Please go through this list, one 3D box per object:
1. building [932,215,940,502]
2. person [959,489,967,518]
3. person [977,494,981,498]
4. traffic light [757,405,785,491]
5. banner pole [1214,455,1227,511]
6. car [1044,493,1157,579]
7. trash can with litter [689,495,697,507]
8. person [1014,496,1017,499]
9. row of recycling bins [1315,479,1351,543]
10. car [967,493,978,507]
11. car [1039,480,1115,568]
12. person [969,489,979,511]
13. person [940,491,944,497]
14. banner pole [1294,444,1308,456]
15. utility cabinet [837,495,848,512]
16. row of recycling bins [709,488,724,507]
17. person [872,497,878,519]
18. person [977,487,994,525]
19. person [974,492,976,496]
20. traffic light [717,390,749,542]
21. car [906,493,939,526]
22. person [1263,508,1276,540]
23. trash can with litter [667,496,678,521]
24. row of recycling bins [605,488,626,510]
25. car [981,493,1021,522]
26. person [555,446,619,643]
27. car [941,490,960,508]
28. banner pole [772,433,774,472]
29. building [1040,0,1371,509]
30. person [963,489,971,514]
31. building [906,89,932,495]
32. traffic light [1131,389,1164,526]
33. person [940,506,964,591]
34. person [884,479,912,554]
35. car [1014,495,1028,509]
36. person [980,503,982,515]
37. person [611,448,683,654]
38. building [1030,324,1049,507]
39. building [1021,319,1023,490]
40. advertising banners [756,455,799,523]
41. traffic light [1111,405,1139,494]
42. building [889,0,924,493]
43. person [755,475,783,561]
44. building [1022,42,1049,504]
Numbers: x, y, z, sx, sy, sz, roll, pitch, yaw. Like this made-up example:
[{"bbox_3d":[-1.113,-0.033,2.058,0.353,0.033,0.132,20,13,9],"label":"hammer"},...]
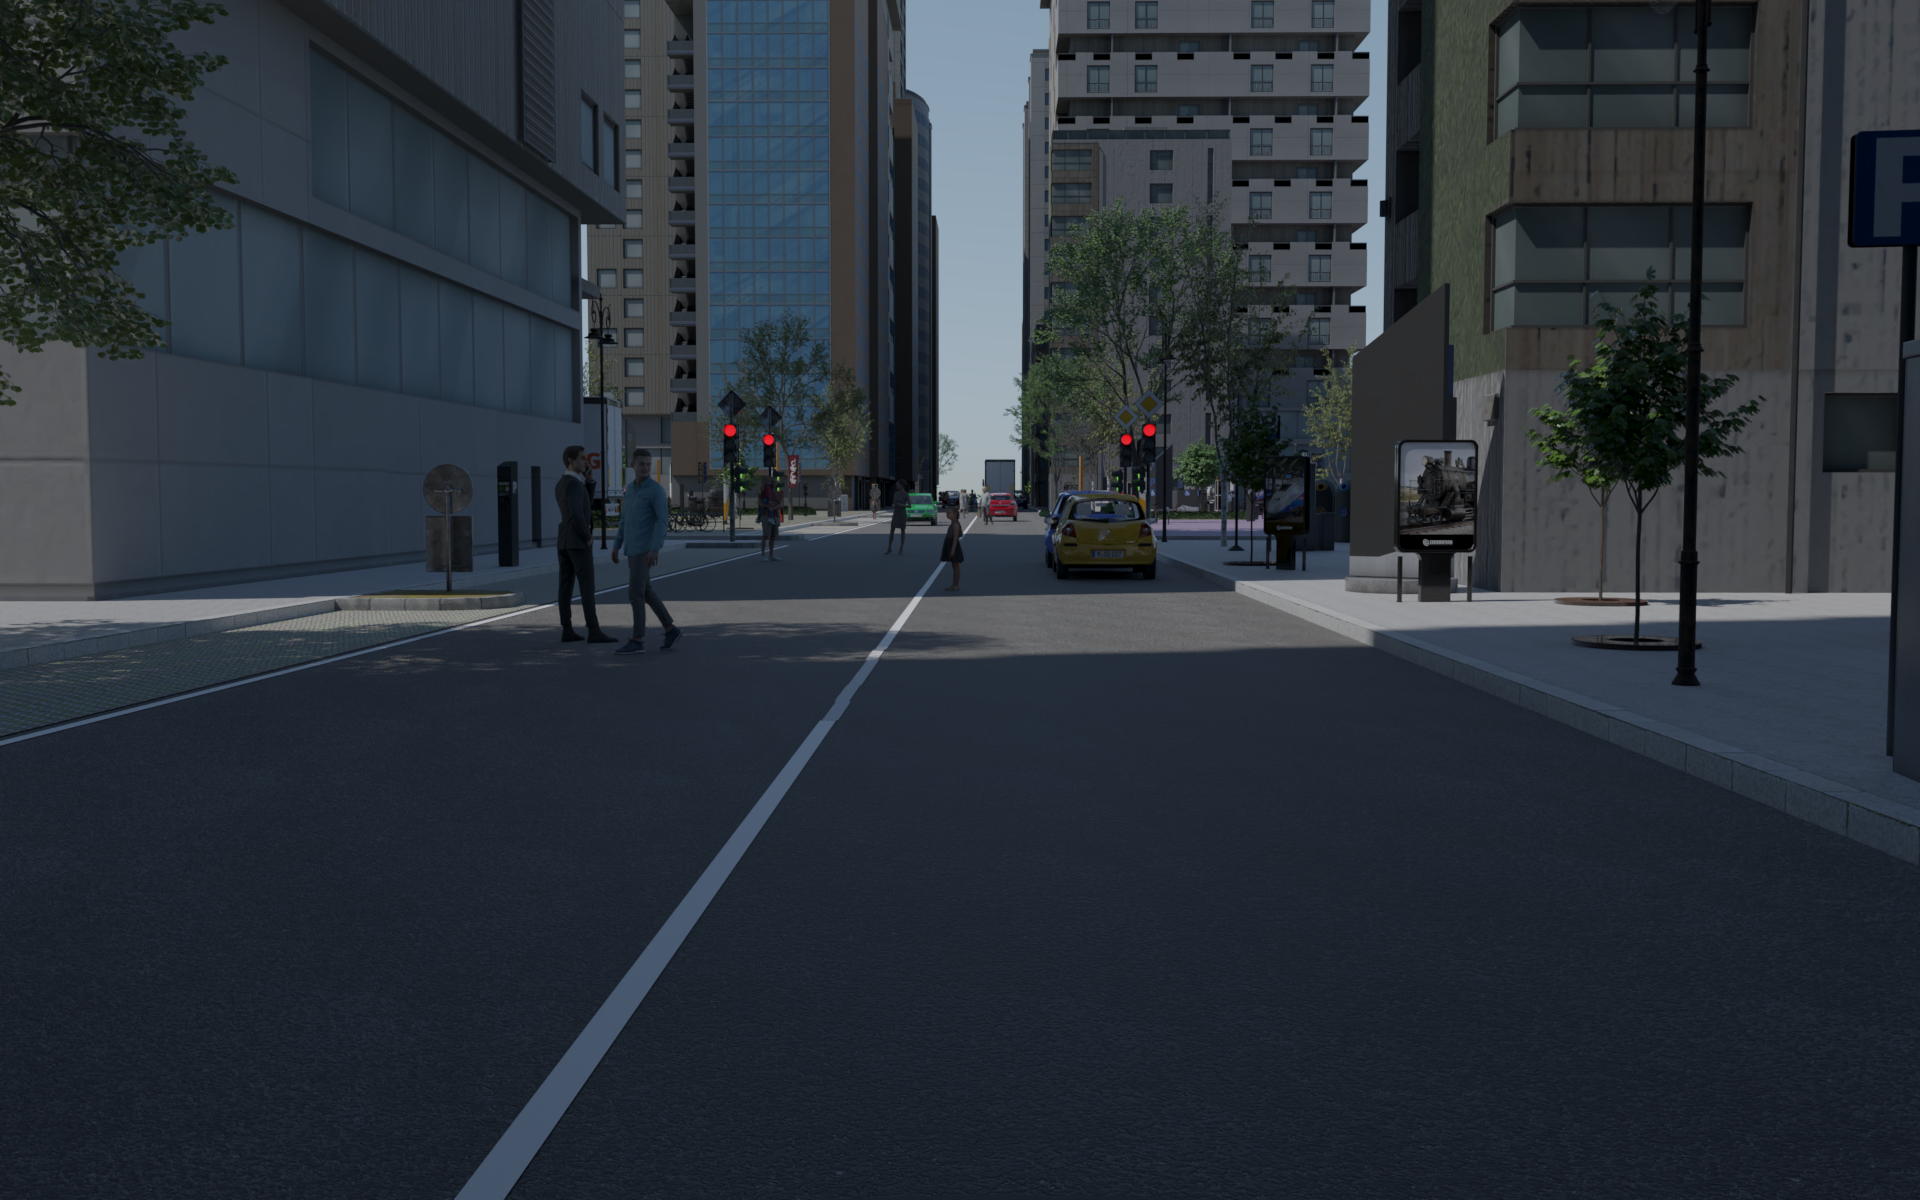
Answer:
[{"bbox_3d":[-10.396,-37.907,269.892,14.600,45.320,14.200,0,4,1],"label":"building"},{"bbox_3d":[0.109,-5.699,102.421,0.466,1.731,0.760,3,5,41],"label":"person"},{"bbox_3d":[2.845,-14.547,249.529,0.799,1.438,0.628,-2,4,-30],"label":"person"},{"bbox_3d":[-5.974,-4.019,54.637,0.839,4.253,0.868,0,4,1],"label":"traffic light"},{"bbox_3d":[14.989,-6.735,100.133,0.863,3.779,0.401,0,4,-1],"label":"banner pole"},{"bbox_3d":[2.508,-1.249,30.643,2.015,1.641,3.980,0,4,2],"label":"car"},{"bbox_3d":[-17.838,-6.570,118.477,2.233,1.210,1.678,-1,4,-12],"label":"trash can with litter"},{"bbox_3d":[4.485,-8.834,153.645,1.217,1.736,0.721,1,4,15],"label":"person"},{"bbox_3d":[10.609,-2.350,45.537,1.069,1.692,3.534,-3,4,-37],"label":"row of recycling bins"},{"bbox_3d":[1.025,-10.801,186.191,1.945,1.707,3.694,0,4,1],"label":"car"},{"bbox_3d":[2.566,-1.554,35.004,1.945,1.707,3.694,0,4,2],"label":"car"},{"bbox_3d":[1.041,-8.252,143.419,1.348,1.824,0.705,3,5,44],"label":"person"},{"bbox_3d":[-2.156,-13.367,227.028,1.348,1.826,0.705,-3,5,-41],"label":"person"},{"bbox_3d":[16.940,-5.892,86.345,0.863,3.779,0.401,0,4,-3],"label":"banner pole"},{"bbox_3d":[-8.712,-7.099,127.234,1.020,1.237,0.306,-3,5,-41],"label":"utility cabinet"},{"bbox_3d":[-17.598,-7.245,125.570,1.069,1.692,3.534,0,4,-3],"label":"row of recycling bins"},{"bbox_3d":[-4.797,-5.153,97.427,0.362,1.253,0.373,3,4,38],"label":"person"},{"bbox_3d":[1.136,-4.350,80.108,0.782,1.767,0.515,3,4,37],"label":"person"},{"bbox_3d":[2.290,-15.405,261.294,0.530,1.710,0.541,3,5,43],"label":"person"},{"bbox_3d":[-6.126,-3.531,46.653,0.839,4.253,0.868,0,4,1],"label":"traffic light"},{"bbox_3d":[-1.945,-4.318,79.388,1.959,1.807,4.718,0,3,0],"label":"car"},{"bbox_3d":[9.209,-2.559,50.529,0.709,1.800,0.728,1,4,19],"label":"person"},{"bbox_3d":[-13.670,-4.246,80.481,1.678,1.210,2.233,0,4,-7],"label":"trash can with litter"},{"bbox_3d":[-25.529,-7.294,126.372,3.534,1.692,1.069,3,5,40],"label":"row of recycling bins"},{"bbox_3d":[2.144,-5.054,91.681,2.155,1.783,4.494,0,4,2],"label":"car"},{"bbox_3d":[-3.668,-0.548,16.822,0.474,1.900,0.648,-3,4,-37],"label":"person"},{"bbox_3d":[-0.813,-10.222,175.799,2.281,1.827,5.304,0,3,0],"label":"car"},{"bbox_3d":[-7.682,-4.945,70.874,0.401,3.779,0.863,-1,4,-15],"label":"banner pole"},{"bbox_3d":[22.046,-34.934,160.412,28.713,52.752,27.495,0,4,1],"label":"building"},{"bbox_3d":[0.508,-7.088,124.745,0.716,1.782,0.532,2,4,33],"label":"person"},{"bbox_3d":[-14.996,-43.187,248.101,21.231,58.520,28.212,0,4,1],"label":"building"},{"bbox_3d":[5.034,-3.519,46.458,0.839,4.253,0.868,0,4,1],"label":"traffic light"},{"bbox_3d":[-0.123,-0.760,25.593,0.373,1.253,0.362,-1,4,-10],"label":"person"},{"bbox_3d":[-1.474,-1.977,41.169,0.599,1.781,0.374,2,4,29],"label":"person"},{"bbox_3d":[5.618,-9.403,166.312,1.945,1.354,3.894,0,4,0],"label":"car"},{"bbox_3d":[1.565,-6.573,120.247,0.640,1.303,0.475,2,4,28],"label":"person"},{"bbox_3d":[-2.802,-0.446,15.648,0.748,1.841,0.638,-2,4,-33],"label":"person"},{"bbox_3d":[21.840,-21.131,190.537,27.650,21.520,28.899,0,4,1],"label":"building"},{"bbox_3d":[17.011,-31.209,281.960,14.160,30.474,14.107,0,4,1],"label":"building"},{"bbox_3d":[-8.149,-4.973,77.489,2.074,3.025,0.090,1,4,16],"label":"advertising banners"},{"bbox_3d":[5.185,-4.007,54.441,0.839,4.253,0.868,0,4,1],"label":"traffic light"},{"bbox_3d":[-15.125,-48.005,223.137,20.563,71.187,20.611,0,4,1],"label":"building"},{"bbox_3d":[-4.086,-1.748,37.048,0.573,1.828,0.580,0,4,7],"label":"person"},{"bbox_3d":[19.627,-42.160,231.315,21.231,58.520,28.212,0,4,1],"label":"building"}]
